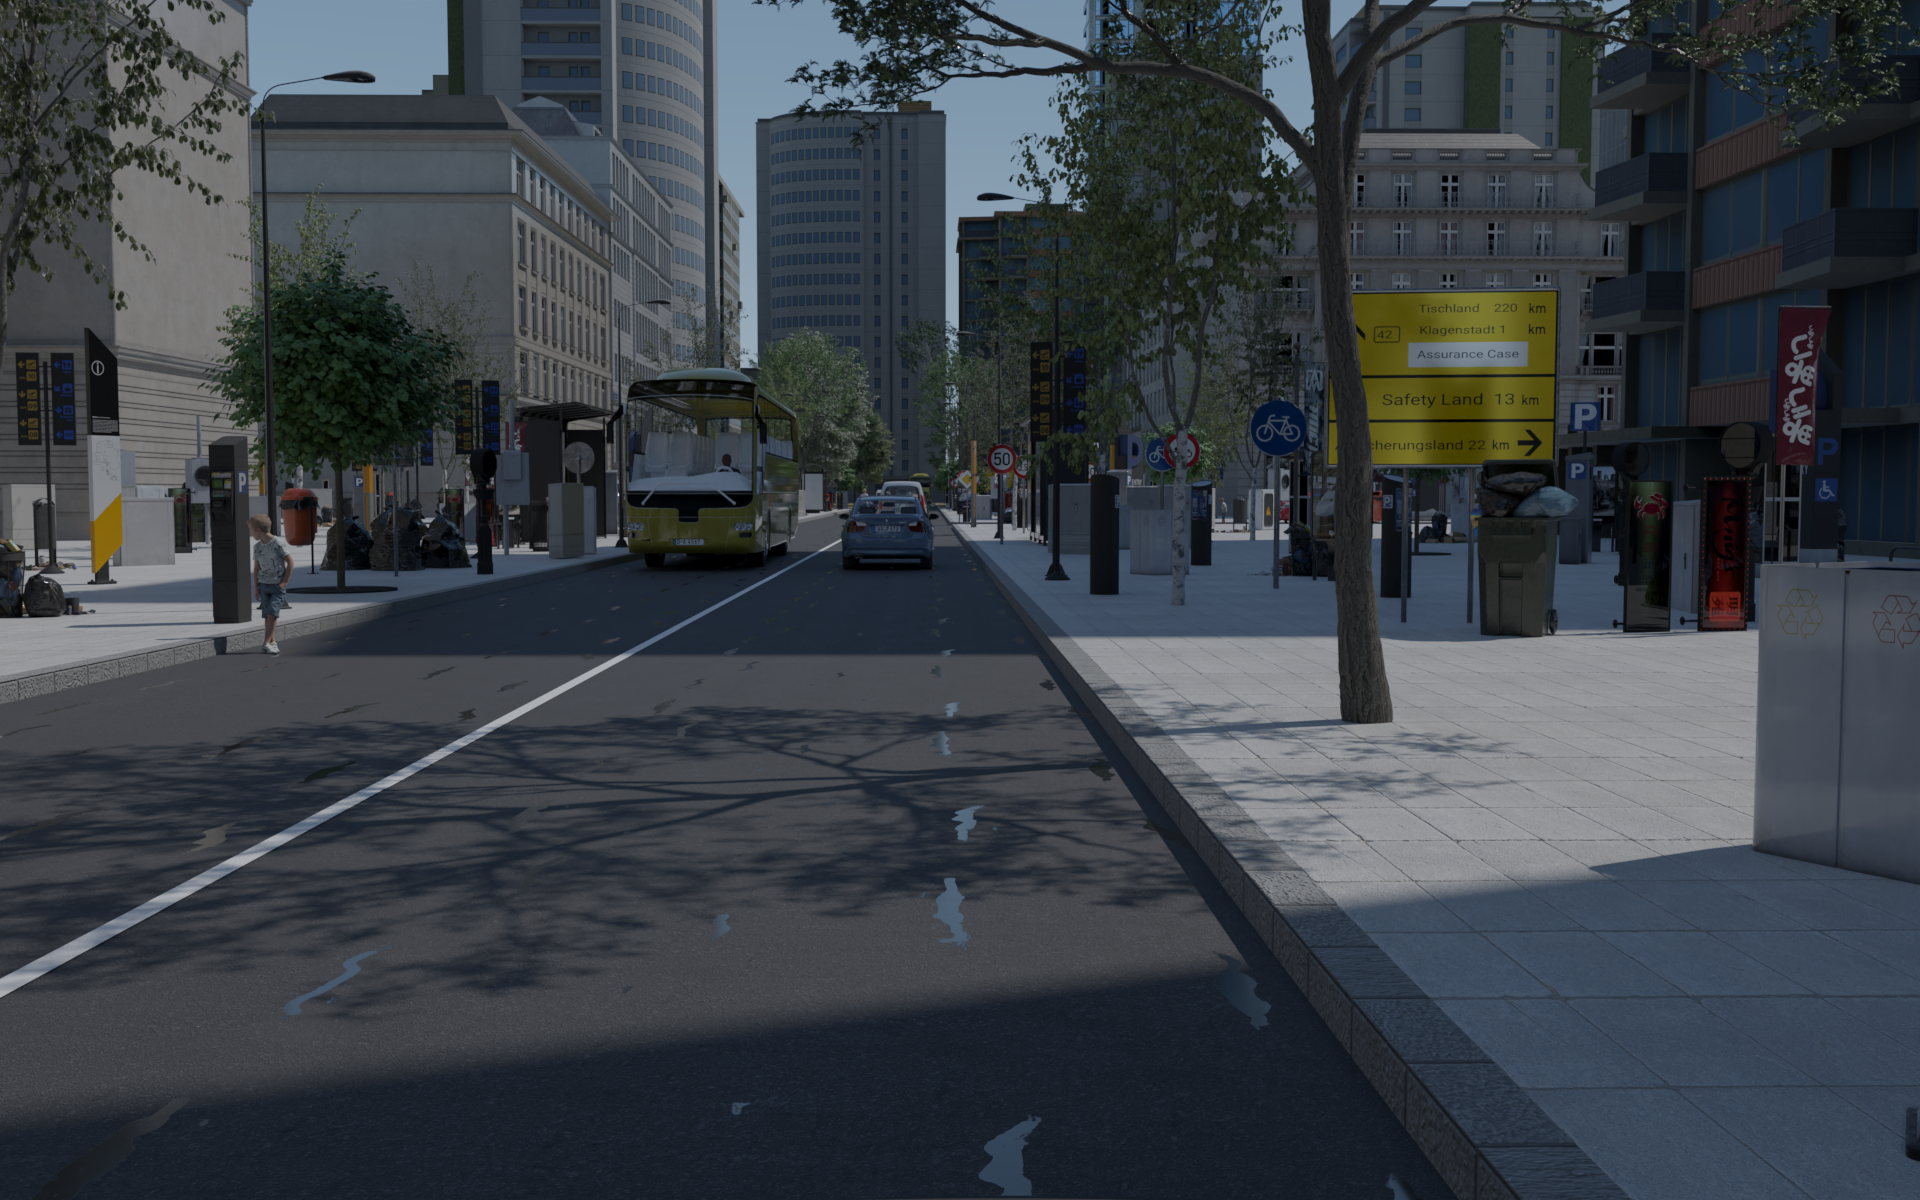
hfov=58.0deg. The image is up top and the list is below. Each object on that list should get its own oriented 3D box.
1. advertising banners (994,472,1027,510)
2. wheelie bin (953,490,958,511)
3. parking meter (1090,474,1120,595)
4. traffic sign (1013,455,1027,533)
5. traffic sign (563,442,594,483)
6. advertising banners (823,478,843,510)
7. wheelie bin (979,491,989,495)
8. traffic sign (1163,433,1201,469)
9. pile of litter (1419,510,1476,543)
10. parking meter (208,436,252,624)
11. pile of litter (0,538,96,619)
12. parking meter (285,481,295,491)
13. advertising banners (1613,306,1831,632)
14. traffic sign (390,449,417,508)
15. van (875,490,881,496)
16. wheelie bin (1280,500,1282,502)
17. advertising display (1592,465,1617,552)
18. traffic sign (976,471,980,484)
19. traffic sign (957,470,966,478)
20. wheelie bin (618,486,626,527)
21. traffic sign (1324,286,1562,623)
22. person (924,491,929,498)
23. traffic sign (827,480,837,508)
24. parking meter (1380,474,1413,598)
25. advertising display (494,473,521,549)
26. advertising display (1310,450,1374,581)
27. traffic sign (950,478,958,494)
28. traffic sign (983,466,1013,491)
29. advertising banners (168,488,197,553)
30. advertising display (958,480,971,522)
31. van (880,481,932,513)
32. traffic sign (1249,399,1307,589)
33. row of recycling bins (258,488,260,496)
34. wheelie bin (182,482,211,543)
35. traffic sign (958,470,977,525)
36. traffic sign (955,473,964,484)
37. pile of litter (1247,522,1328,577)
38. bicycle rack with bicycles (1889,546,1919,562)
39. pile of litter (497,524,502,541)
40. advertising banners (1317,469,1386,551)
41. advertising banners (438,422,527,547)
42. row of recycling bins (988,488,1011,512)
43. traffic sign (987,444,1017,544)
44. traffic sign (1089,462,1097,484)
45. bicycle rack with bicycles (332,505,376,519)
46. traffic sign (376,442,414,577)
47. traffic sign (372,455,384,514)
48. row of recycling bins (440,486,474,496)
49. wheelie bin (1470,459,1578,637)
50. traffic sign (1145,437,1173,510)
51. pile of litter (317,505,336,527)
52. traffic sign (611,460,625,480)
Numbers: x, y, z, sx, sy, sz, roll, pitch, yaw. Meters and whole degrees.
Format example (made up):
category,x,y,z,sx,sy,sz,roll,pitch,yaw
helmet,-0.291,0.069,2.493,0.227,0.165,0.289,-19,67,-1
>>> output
category,x,y,z,sx,sy,sz,roll,pitch,yaw
advertising banners,2.388,-5.396,84.418,2.074,3.025,0.090,-3,4,-37
wheelie bin,-0.206,-7.439,129.543,0.693,1.594,0.980,0,4,-1
parking meter,1.849,-0.840,22.140,0.372,1.533,0.369,0,3,0
traffic sign,2.082,-3.439,56.335,0.768,2.556,0.104,0,3,0
traffic sign,-9.333,-2.587,42.399,0.768,2.556,0.104,0,4,0
advertising banners,-10.486,-8.847,140.834,2.074,3.025,0.090,-1,4,-10
wheelie bin,1.560,-6.657,116.752,0.693,1.594,0.980,1,4,18
traffic sign,4.563,-2.178,35.710,0.768,2.556,0.104,0,4,1
pile of litter,12.788,-1.929,45.510,1.719,0.858,1.176,0,4,-7
parking meter,-7.262,-0.705,17.234,0.255,1.863,0.399,0,4,1
pile of litter,-10.074,-0.257,18.162,1.719,0.858,1.176,-1,4,-13
parking meter,-30.638,-4.500,79.279,0.399,1.863,0.255,0,4,-8
advertising banners,7.102,-1.219,16.112,2.074,3.025,0.090,0,4,-8
traffic sign,-12.729,-2.403,39.397,0.768,2.556,0.104,1,4,8
van,-7.446,-9.844,167.968,2.013,2.044,4.112,0,4,-3
wheelie bin,15.831,-4.772,85.934,0.980,1.594,0.693,-1,4,-16
advertising display,14.023,-2.029,38.381,0.974,1.923,0.123,1,4,19
traffic sign,0.767,-5.470,89.433,0.884,2.594,0.081,0,4,2
traffic sign,0.238,-5.673,92.855,0.768,2.556,0.104,0,3,0
wheelie bin,-13.253,-3.587,66.562,0.980,1.594,0.693,3,4,38
traffic sign,4.759,-1.426,17.184,2.265,3.308,0.079,0,4,6
person,-3.769,-10.632,183.117,1.217,1.735,0.721,-2,4,-29
traffic sign,-10.251,-8.508,139.106,0.884,2.594,0.081,0,4,4
parking meter,5.418,-0.800,21.493,0.372,1.533,0.369,0,3,0
advertising display,-10.623,-2.169,40.675,0.123,1.923,0.974,1,4,18
advertising display,5.600,-1.237,25.438,0.974,1.923,0.123,3,5,41
traffic sign,-0.413,-8.503,139.124,0.768,2.556,0.104,0,4,3
traffic sign,2.836,-8.144,127.023,2.265,3.308,0.079,0,4,5
advertising banners,-17.602,-2.515,37.308,2.074,3.025,0.090,-1,4,-14
advertising display,0.303,-4.539,79.419,0.974,1.923,0.123,3,4,38
van,-1.945,-3.152,58.547,2.013,2.044,4.112,0,4,-1
traffic sign,4.294,-1.428,23.450,0.768,2.556,0.104,0,4,4
row of recycling bins,-36.063,-4.867,86.692,3.534,1.692,1.069,3,5,39
wheelie bin,-20.236,-2.326,45.940,0.693,1.594,0.980,3,5,41
traffic sign,0.302,-4.193,72.204,0.795,2.450,0.064,0,4,-1
traffic sign,0.150,-4.682,80.187,0.795,2.450,0.064,0,4,-1
pile of litter,5.427,-0.816,27.300,1.719,0.858,1.176,3,4,38
bicycle rack with bicycles,13.250,-0.529,22.035,2.852,0.926,2.925,-1,4,-11
pile of litter,-12.704,-2.102,48.325,1.176,0.858,1.719,0,4,3
advertising banners,8.890,-2.635,39.263,2.074,3.025,0.090,-1,4,-22
advertising banners,-11.501,-2.796,41.909,2.074,3.025,0.090,0,4,-3
row of recycling bins,2.974,-7.043,122.260,1.069,1.692,3.534,-2,4,-26
traffic sign,1.064,-2.687,44.030,0.768,2.556,0.104,0,4,-1
traffic sign,5.153,-4.202,68.808,0.768,2.556,0.104,0,4,7
bicycle rack with bicycles,-28.056,-4.149,81.219,2.925,0.926,2.852,-1,4,-10
traffic sign,-8.760,-1.512,26.856,0.606,2.300,0.079,0,4,2
traffic sign,-11.294,-2.061,33.801,0.768,2.556,0.104,0,4,4
row of recycling bins,-26.036,-5.042,89.542,1.069,1.692,3.534,0,4,3
wheelie bin,5.096,-0.479,15.745,0.980,1.594,0.693,2,4,29
traffic sign,4.528,-2.366,38.792,0.768,2.556,0.104,0,4,6
pile of litter,-24.677,-3.290,67.764,1.719,0.858,1.176,-1,4,-17
traffic sign,-12.568,-3.929,64.349,0.768,2.556,0.104,0,4,-1
